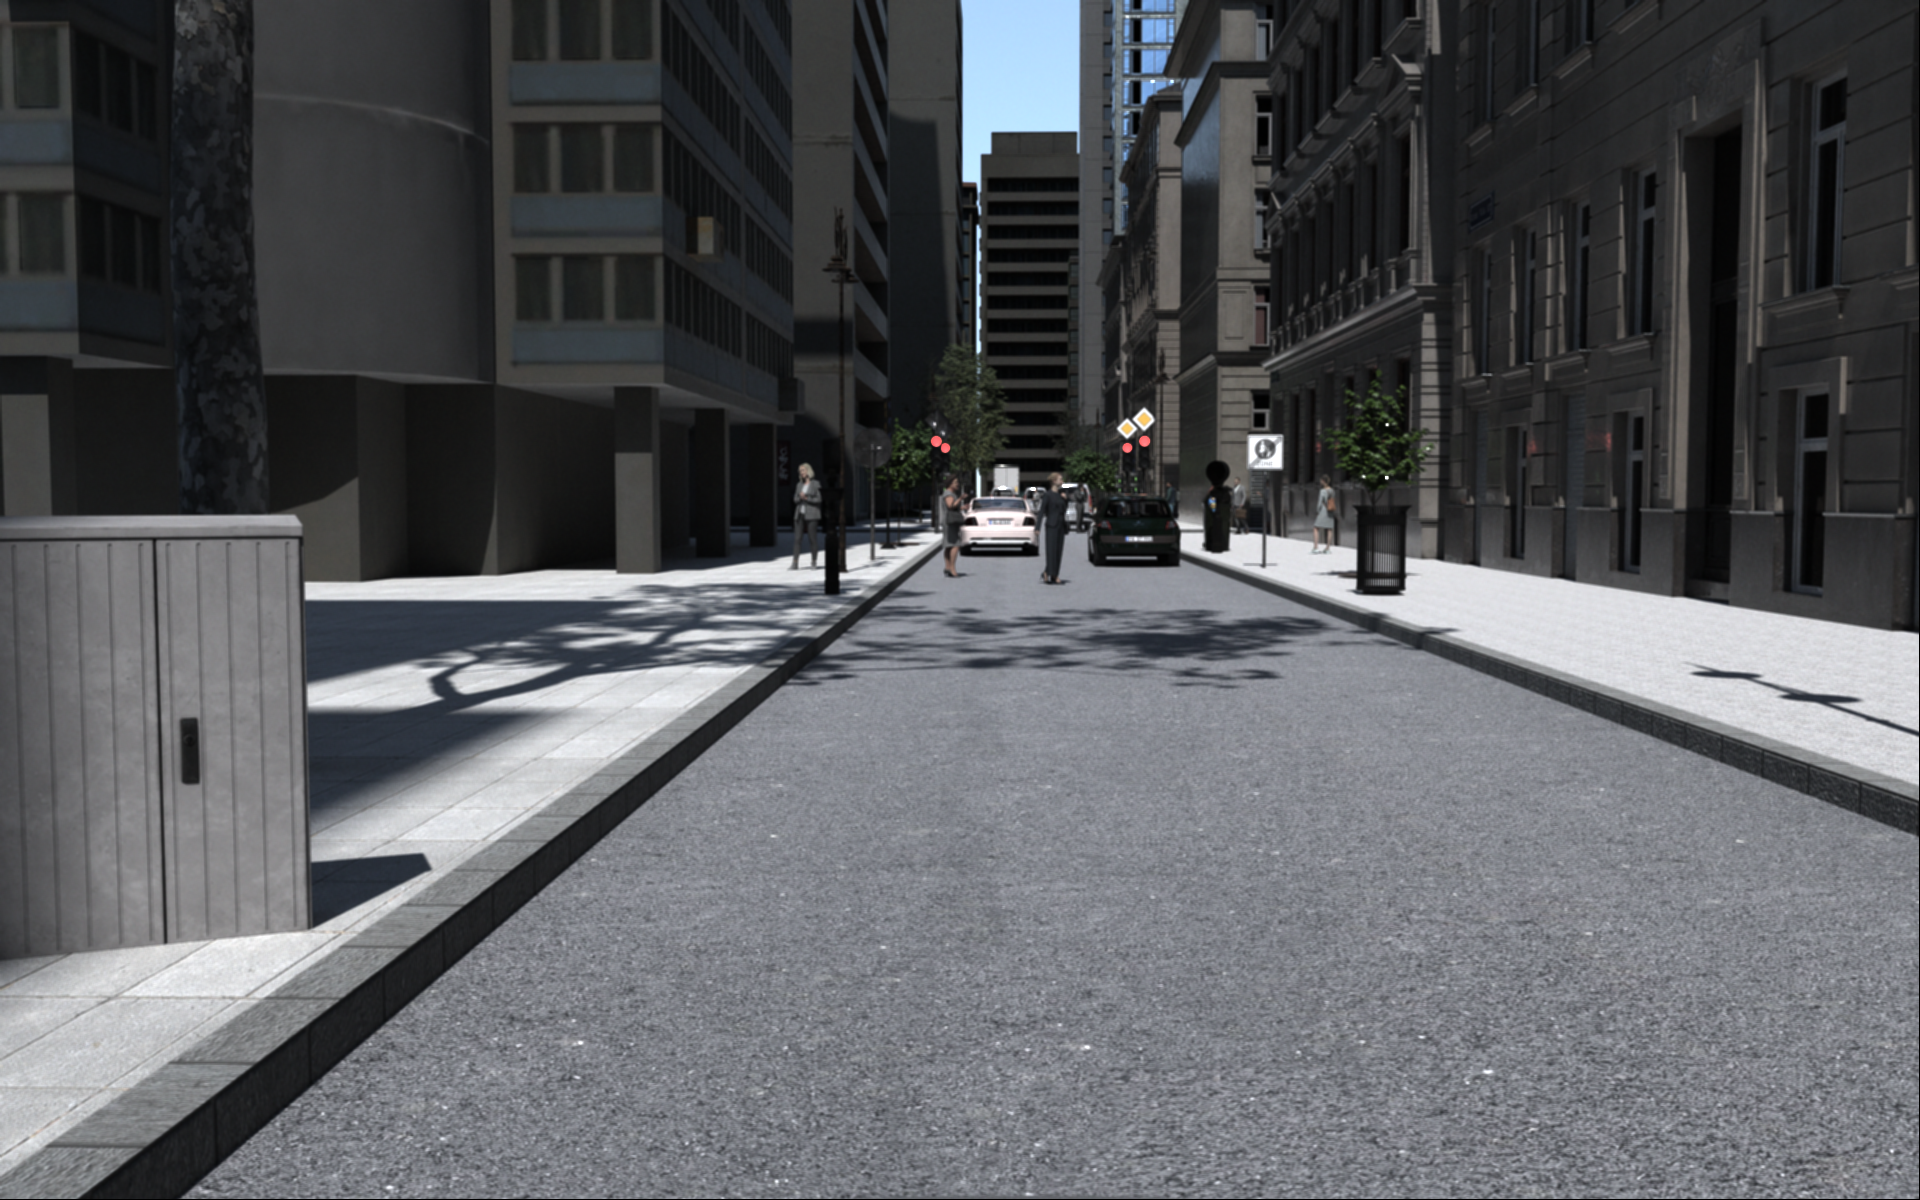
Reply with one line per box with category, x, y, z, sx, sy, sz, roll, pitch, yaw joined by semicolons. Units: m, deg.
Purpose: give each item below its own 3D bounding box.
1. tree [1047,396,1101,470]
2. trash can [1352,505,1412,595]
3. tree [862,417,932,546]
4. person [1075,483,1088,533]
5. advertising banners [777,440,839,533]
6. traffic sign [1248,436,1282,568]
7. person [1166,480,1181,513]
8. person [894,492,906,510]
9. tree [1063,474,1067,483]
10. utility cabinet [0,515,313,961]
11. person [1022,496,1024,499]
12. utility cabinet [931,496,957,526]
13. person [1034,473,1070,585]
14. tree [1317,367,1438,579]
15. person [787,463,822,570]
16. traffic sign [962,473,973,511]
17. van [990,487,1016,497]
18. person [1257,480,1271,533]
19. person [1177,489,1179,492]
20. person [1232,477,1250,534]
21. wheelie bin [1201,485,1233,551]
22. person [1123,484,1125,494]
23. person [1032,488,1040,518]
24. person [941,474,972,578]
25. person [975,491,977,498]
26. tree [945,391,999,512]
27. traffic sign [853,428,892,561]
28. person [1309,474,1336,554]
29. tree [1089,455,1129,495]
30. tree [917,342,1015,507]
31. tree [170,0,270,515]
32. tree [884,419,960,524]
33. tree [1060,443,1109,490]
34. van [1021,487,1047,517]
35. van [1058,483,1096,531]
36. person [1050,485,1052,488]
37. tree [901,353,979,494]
tree;8.426;-10.917;128.847;4.360;8.622;3.978;0;3;0
trash can;5.377;-0.639;22.107;0.748;1.137;0.748;0;3;0
tree;-1.669;-2.991;43.510;1.663;3.219;1.824;0;3;0
person;4.483;-3.382;63.597;0.447;1.846;0.655;2;4;25
advertising banners;-5.008;-3.694;56.578;2.074;3.025;0.090;0;4;-3
traffic sign;5.287;-1.708;30.055;0.606;2.300;0.079;1;4;9
person;8.388;-3.868;69.269;0.794;1.824;0.713;-3;5;-40
person;-3.426;-5.621;97.972;0.660;1.820;0.620;-1;4;-14
tree;10.186;-10.639;168.551;1.663;3.219;1.824;0;3;0
utility cabinet;-2.422;0.379;4.966;1.020;1.237;0.306;-2;4;-25
person;4.833;-7.317;132.377;0.306;1.304;0.590;2;4;29
utility cabinet;-0.641;-3.590;69.853;1.020;1.237;0.306;-1;4;-23
person;1.452;-1.136;27.487;0.534;1.772;0.576;2;4;25
tree;6.464;-1.950;26.480;1.663;3.219;1.824;0;3;0
person;-2.588;-1.407;29.233;0.537;1.800;0.526;2;4;32
traffic sign;0.362;-6.437;105.249;0.884;2.594;0.081;0;4;7
van;2.607;-5.871;102.998;2.013;2.044;4.112;0;4;3
person;9.998;-3.054;56.547;0.524;1.755;0.480;-1;4;-17
person;11.682;-5.234;91.391;0.659;1.850;0.755;3;5;44
person;8.880;-3.000;55.215;0.853;1.813;0.709;-3;5;-44
wheelie bin;5.814;-1.910;39.134;0.693;1.594;0.980;0;4;3
person;8.522;-5.079;89.183;0.778;1.811;0.616;1;4;23
person;4.307;-5.560;99.600;0.583;1.804;0.606;-3;5;-40
person;-0.064;-1.282;29.820;0.532;1.782;0.716;0;4;4
person;1.701;-12.572;212.388;0.721;1.735;1.217;3;4;38
tree;0.424;-10.456;121.311;4.737;8.622;4.395;0;3;0
traffic sign;-1.683;-2.030;33.296;0.768;2.556;0.104;1;4;9
person;7.845;-1.845;37.214;0.512;1.701;0.522;-3;4;-39
tree;7.478;-5.628;86.614;1.663;3.219;1.824;0;3;0
tree;0.400;-12.939;129.676;7.486;12.596;7.792;0;3;0
tree;-2.619;-9.350;8.762;12.611;20.169;13.585;0;3;0
tree;-1.776;-5.637;75.874;4.285;4.588;4.351;0;3;0
tree;8.204;-7.842;111.922;4.285;4.588;4.351;0;3;0
van;4.860;-6.348;110.805;2.013;2.044;4.112;0;4;3
van;4.399;-3.765;68.572;2.013;2.044;4.112;0;4;2
person;3.039;-2.864;55.890;0.480;1.755;0.524;0;4;-5
tree;-1.100;-8.489;89.154;4.360;8.622;3.978;0;3;0
